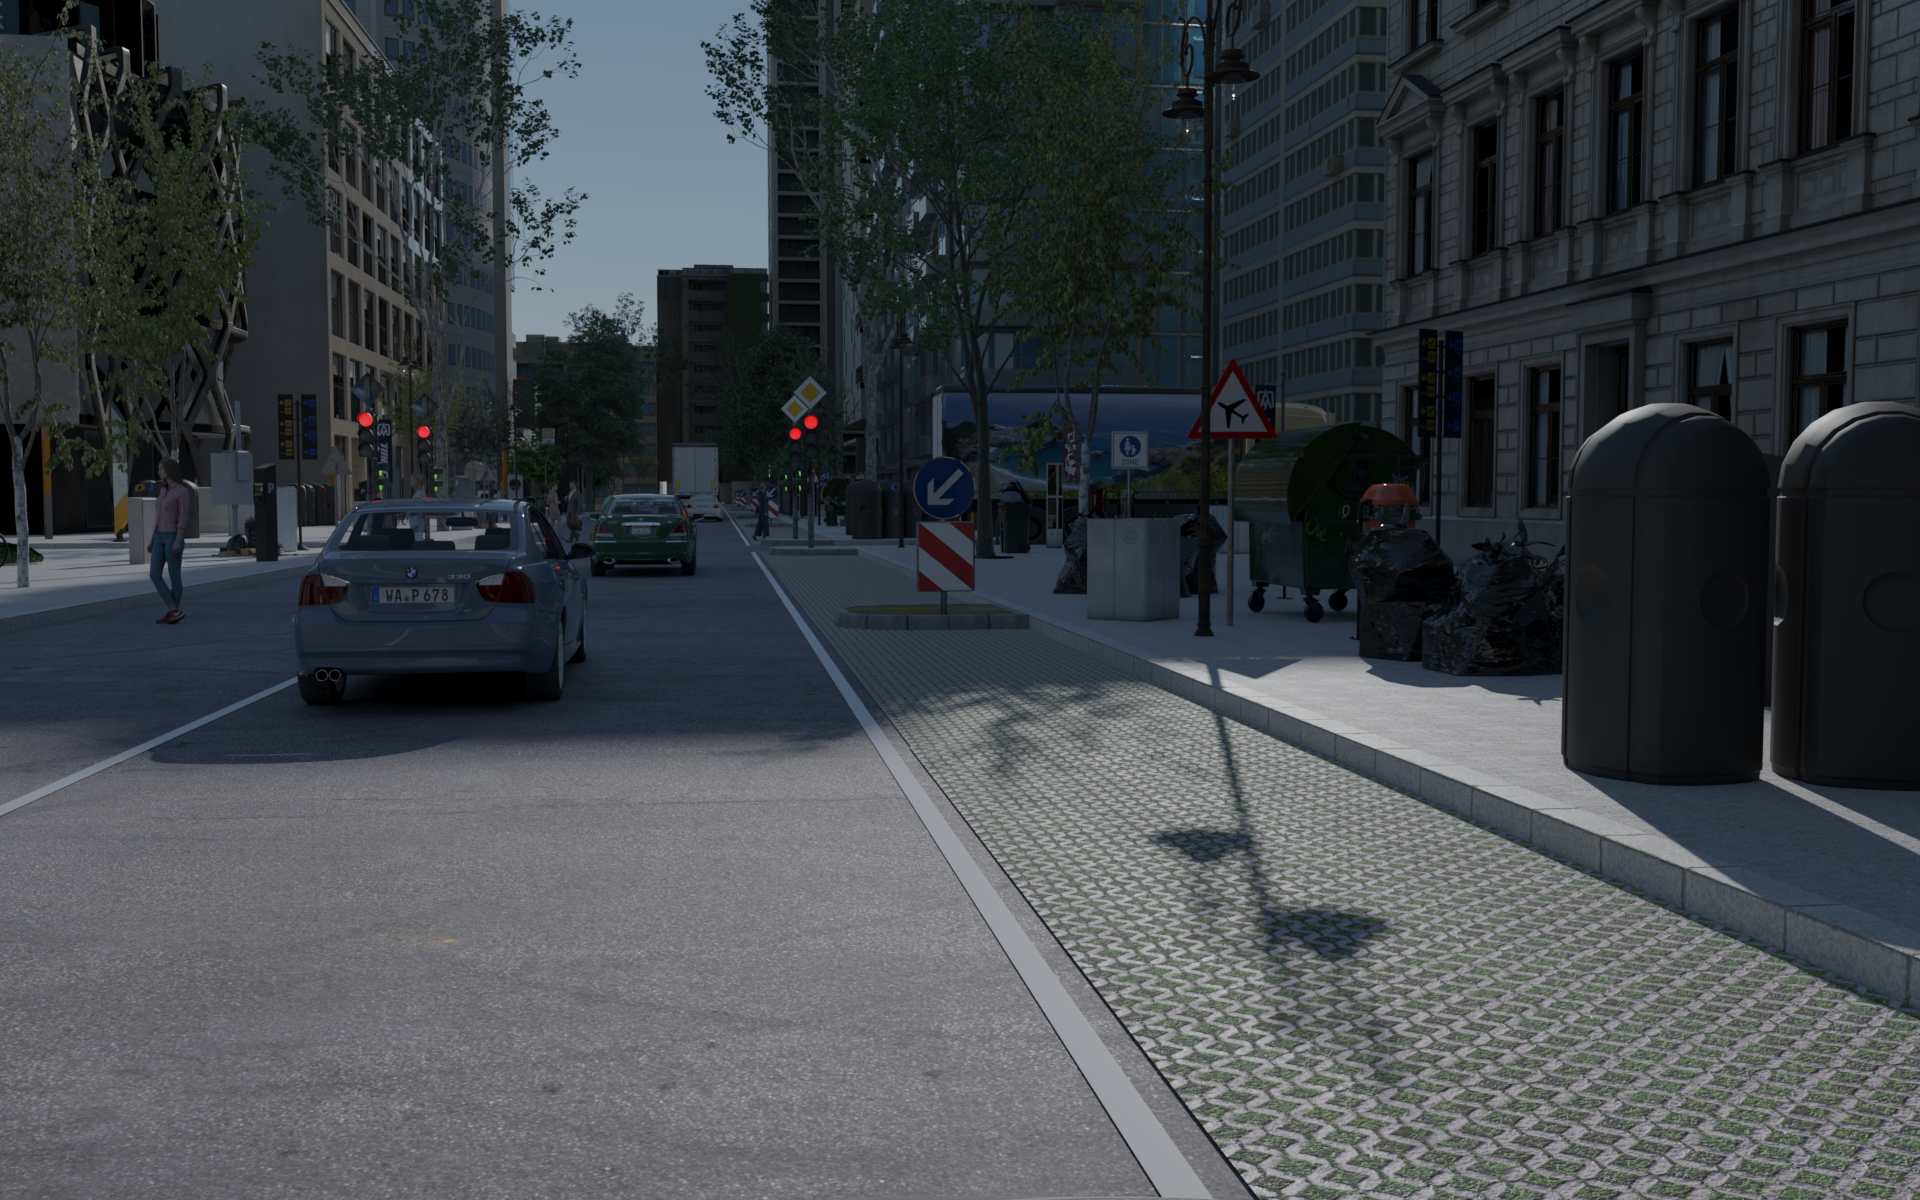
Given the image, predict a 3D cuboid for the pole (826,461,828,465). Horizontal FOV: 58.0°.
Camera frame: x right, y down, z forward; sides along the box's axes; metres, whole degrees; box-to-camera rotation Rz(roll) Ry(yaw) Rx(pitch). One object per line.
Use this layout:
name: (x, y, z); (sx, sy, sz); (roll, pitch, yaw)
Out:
pole: (-8.278, -6.948, 107.442); (0.158, 3.312, 0.155); (0, 3, 0)

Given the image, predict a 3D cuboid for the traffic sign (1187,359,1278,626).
traffic sign: (2.623, -1.025, 16.763); (0.884, 2.594, 0.081); (0, 4, -3)

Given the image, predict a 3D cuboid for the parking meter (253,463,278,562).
parking meter: (-13.200, -1.664, 32.923); (0.255, 1.863, 0.399); (1, 4, 18)

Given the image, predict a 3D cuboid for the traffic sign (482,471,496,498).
traffic sign: (-20.509, -4.483, 75.427); (0.606, 2.300, 0.079); (0, 4, -5)

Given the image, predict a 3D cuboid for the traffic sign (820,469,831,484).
traffic sign: (-6.744, -5.328, 87.225); (0.768, 2.556, 0.104); (0, 4, -6)

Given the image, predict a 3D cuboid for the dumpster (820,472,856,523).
dumpster: (-5.405, -4.551, 76.897); (1.502, 2.255, 1.985); (0, 4, -8)

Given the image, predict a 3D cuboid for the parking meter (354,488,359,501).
parking meter: (-26.268, -4.115, 75.685); (0.372, 1.533, 0.369); (0, 3, 0)

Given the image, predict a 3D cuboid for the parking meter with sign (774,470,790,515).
parking meter with sign: (-10.602, -6.763, 106.833); (1.738, 3.016, 0.543); (0, 4, -3)

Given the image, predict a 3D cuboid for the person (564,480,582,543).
person: (-11.344, -2.596, 50.905); (0.622, 1.834, 0.822); (2, 4, 26)

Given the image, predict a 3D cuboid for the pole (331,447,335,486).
pole: (-27.011, -4.946, 74.708); (0.158, 3.312, 0.155); (0, 3, 0)

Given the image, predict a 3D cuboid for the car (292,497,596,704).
car: (-3.825, -0.073, 13.194); (2.014, 1.417, 4.499); (-1, 4, -9)

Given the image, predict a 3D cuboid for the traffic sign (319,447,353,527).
traffic sign: (-17.058, -2.896, 47.348); (0.884, 2.594, 0.081); (0, 4, -7)

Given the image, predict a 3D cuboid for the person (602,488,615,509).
person: (-9.845, -2.359, 48.885); (0.330, 1.601, 0.589); (-3, 5, -40)

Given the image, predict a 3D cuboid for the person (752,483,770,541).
person: (-6.035, -2.685, 52.821); (0.576, 1.772, 0.534); (2, 4, 32)

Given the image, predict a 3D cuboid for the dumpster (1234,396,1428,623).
dumpster: (3.822, -0.950, 18.028); (1.502, 2.255, 1.985); (0, 4, -8)

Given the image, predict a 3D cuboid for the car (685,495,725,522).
car: (-13.306, -4.759, 90.173); (2.083, 1.381, 4.827); (0, 4, -6)

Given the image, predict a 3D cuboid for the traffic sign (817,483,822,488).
traffic sign: (-8.680, -6.405, 105.901); (0.795, 2.450, 0.064); (0, 4, -4)

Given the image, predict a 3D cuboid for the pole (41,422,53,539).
pole: (-25.879, -3.379, 49.092); (0.158, 3.312, 0.155); (0, 3, 0)

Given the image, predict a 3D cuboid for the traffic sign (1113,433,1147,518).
traffic sign: (2.780, -1.609, 28.430); (0.606, 2.300, 0.079); (0, 4, -8)

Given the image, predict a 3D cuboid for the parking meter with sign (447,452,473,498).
parking meter with sign: (-20.559, -4.630, 71.969); (1.738, 3.016, 0.543); (-3, 4, -37)

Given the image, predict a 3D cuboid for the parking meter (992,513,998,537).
parking meter: (0.978, -2.800, 51.495); (0.399, 1.863, 0.255); (0, 4, 1)

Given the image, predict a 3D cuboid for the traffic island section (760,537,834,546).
traffic island section: (-4.666, -1.655, 49.348); (2.009, 0.180, 2.903); (0, 4, -8)

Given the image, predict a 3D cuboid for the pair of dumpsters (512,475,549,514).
pair of dumpsters: (-21.117, -5.039, 84.878); (1.574, 2.255, 4.437); (0, 4, -8)

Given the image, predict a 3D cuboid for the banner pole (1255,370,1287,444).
banner pole: (6.305, -2.750, 34.986); (0.863, 3.779, 0.401); (-1, 4, -17)

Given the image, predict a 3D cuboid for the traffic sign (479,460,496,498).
traffic sign: (-18.294, -4.076, 66.650); (0.884, 2.594, 0.081); (0, 4, -3)

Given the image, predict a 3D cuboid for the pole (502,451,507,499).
pole: (-21.533, -5.386, 81.898); (0.158, 3.312, 0.155); (0, 3, 0)

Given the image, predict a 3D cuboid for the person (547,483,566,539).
person: (-12.794, -2.815, 54.868); (0.599, 1.781, 0.374); (3, 5, 41)

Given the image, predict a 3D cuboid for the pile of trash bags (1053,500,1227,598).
pile of trash bags: (2.806, -0.748, 21.987); (3.447, 1.369, 1.912); (3, 5, 44)

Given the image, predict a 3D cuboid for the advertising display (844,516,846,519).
advertising display: (-5.611, -4.898, 85.288); (0.123, 1.923, 0.974); (-1, 4, -13)

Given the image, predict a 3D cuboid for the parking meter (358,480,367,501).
parking meter: (-25.100, -4.111, 72.933); (0.399, 1.863, 0.255); (0, 4, 2)

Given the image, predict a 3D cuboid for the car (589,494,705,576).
car: (-5.763, -1.223, 31.796); (2.131, 1.459, 4.920); (-1, 4, -8)

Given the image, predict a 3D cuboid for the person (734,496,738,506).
person: (-24.744, -11.237, 192.737); (0.721, 1.766, 1.217); (2, 4, 29)

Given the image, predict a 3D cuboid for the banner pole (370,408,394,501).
banner pole: (-17.038, -3.719, 50.828); (0.863, 3.779, 0.401); (-3, 4, -38)

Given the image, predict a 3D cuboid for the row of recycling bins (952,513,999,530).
row of recycling bins: (-0.006, -3.341, 61.735); (3.534, 1.692, 1.069); (-2, 4, -23)

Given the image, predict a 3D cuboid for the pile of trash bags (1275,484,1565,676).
pile of trash bags: (4.013, -0.254, 13.900); (1.912, 1.369, 3.447); (-1, 4, -11)

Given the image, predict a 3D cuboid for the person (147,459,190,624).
person: (-8.779, -0.652, 19.175); (0.555, 1.821, 0.388); (1, 4, 20)

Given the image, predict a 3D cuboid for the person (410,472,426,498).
person: (-8.710, -1.168, 27.953); (0.624, 1.780, 0.694); (0, 4, -1)

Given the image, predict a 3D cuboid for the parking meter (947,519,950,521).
parking meter: (-0.526, -3.182, 60.433); (0.372, 1.533, 0.369); (0, 3, 0)

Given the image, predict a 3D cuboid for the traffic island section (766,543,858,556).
traffic island section: (-3.544, -1.172, 41.442); (2.009, 0.180, 2.903); (0, 4, -8)

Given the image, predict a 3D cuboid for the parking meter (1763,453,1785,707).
parking meter: (5.003, -0.128, 10.502); (0.372, 1.533, 0.369); (0, 3, 0)

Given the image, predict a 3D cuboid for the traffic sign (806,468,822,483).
traffic sign: (-7.215, -5.195, 84.945); (0.884, 2.594, 0.081); (0, 4, -4)

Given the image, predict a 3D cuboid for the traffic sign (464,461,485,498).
traffic sign: (-18.532, -4.036, 66.103); (0.768, 2.556, 0.104); (0, 4, -6)

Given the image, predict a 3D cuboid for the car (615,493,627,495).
car: (-21.116, -6.129, 109.003); (1.959, 1.807, 4.718); (-1, 4, -10)

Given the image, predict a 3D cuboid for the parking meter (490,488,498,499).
parking meter: (-20.584, -4.160, 76.431); (0.372, 1.533, 0.369); (0, 3, 0)
